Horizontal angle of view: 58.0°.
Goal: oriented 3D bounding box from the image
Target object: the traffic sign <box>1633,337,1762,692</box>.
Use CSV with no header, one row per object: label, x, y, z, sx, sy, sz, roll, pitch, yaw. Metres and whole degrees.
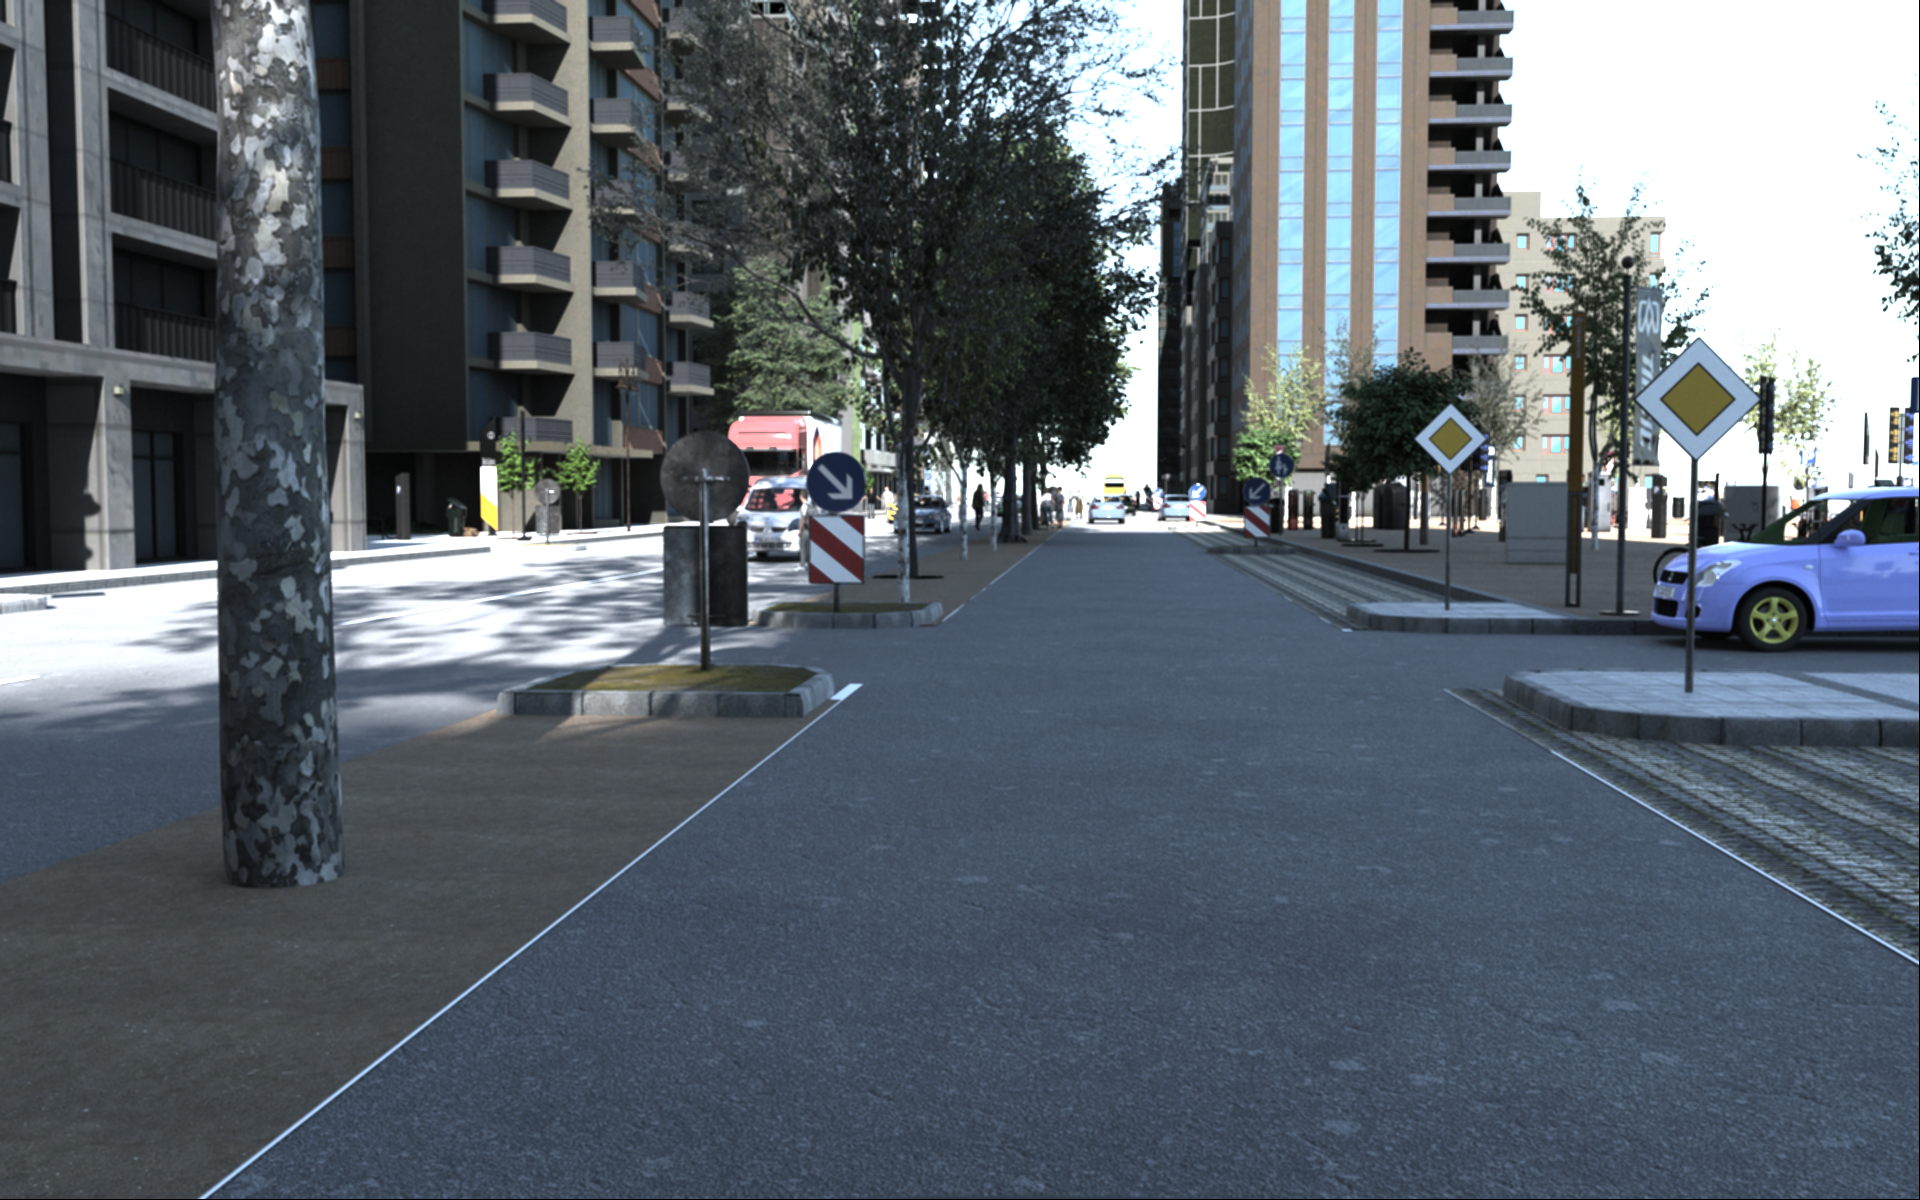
traffic sign,4.721,-0.460,11.160,0.795,2.450,0.064,0,4,5

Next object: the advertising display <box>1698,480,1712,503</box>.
advertising display,34.927,-4.656,81.340,0.974,1.923,0.123,2,4,33

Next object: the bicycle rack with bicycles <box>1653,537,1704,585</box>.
bicycle rack with bicycles,9.872,-0.450,20.737,2.925,0.926,2.852,1,4,16

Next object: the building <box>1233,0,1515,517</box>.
building,23.522,-27.612,101.563,14.600,45.320,14.200,0,4,5

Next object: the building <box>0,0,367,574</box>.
building,-23.903,-36.387,33.178,20.563,71.187,20.611,0,4,5

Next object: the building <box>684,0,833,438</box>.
building,-15.624,-20.277,103.224,14.160,30.474,14.107,0,4,5

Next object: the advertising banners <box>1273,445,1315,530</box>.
advertising banners,11.910,-4.010,61.758,2.074,3.025,0.090,-2,4,-34

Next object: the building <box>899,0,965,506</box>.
building,-9.976,-55.845,225.731,22.319,86.520,31.000,0,4,5

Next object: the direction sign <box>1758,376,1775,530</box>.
direction sign,15.595,-2.542,33.552,0.379,3.537,0.876,3,5,40

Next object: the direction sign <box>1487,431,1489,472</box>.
direction sign,18.736,-4.331,62.809,0.876,3.537,0.379,3,5,40

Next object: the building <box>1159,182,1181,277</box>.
building,35.131,-36.330,244.109,14.600,45.320,14.200,0,4,5

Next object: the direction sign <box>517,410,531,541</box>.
direction sign,-11.944,-3.387,47.369,0.379,3.537,0.876,-1,4,-9

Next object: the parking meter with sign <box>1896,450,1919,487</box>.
parking meter with sign,39.975,-4.713,73.313,0.543,3.016,1.738,0,4,6

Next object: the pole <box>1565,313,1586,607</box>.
pole,6.974,-1.576,19.614,0.158,3.312,0.155,0,3,0

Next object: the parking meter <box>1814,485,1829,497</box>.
parking meter,24.859,-2.544,50.013,0.372,1.533,0.369,0,3,0

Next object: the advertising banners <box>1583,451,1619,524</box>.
advertising banners,25.767,-4.550,70.581,2.074,3.025,0.090,-1,4,-9

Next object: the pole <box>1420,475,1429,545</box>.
pole,11.762,-3.055,43.789,0.158,3.312,0.155,0,3,0

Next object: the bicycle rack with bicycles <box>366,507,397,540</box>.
bicycle rack with bicycles,-17.392,-2.126,48.144,2.925,0.926,2.852,1,4,14

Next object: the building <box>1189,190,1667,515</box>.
building,31.188,-17.015,123.230,27.650,21.520,28.899,0,4,5

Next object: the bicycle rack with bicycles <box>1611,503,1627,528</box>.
bicycle rack with bicycles,26.049,-3.301,67.353,2.925,0.926,2.852,-1,4,-10

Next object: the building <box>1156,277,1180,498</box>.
building,33.180,-28.035,230.073,14.160,30.474,14.107,0,4,5

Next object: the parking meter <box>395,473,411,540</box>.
parking meter,-15.466,-2.592,48.084,0.399,1.863,0.255,3,5,43

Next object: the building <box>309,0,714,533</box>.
building,-22.665,-25.428,70.378,22.147,44.769,28.867,0,4,5

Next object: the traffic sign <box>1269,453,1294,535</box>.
traffic sign,10.061,-3.312,54.263,0.768,2.556,0.104,0,4,7

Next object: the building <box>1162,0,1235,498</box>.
building,35.433,-47.278,211.252,20.563,71.187,20.611,0,4,5

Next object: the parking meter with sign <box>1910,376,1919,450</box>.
parking meter with sign,14.015,-1.753,24.916,0.543,3.016,1.738,2,4,24

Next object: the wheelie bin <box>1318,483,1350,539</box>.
wheelie bin,10.789,-2.583,50.140,0.980,1.594,0.693,-1,4,-21

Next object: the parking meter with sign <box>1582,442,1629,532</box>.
parking meter with sign,21.434,-3.780,58.060,1.738,3.016,0.543,0,4,1

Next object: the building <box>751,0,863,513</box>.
building,-14.534,-26.510,117.029,14.154,41.232,14.086,0,4,5

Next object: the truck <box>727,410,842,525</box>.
truck,-6.034,-4.361,60.218,2.839,4.237,11.283,0,4,4

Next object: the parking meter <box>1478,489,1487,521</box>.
parking meter,25.197,-4.592,83.487,0.372,1.533,0.369,0,3,0

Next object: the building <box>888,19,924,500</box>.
building,-10.962,-31.331,162.374,14.600,45.320,14.200,0,4,5

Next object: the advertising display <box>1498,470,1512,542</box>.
advertising display,14.679,-2.536,46.685,0.123,1.923,0.974,0,4,4

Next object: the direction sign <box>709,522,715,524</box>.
direction sign,-10.807,-5.073,74.945,0.379,3.537,0.876,2,4,29

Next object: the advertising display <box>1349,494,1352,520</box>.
advertising display,19.522,-5.002,87.003,0.123,1.923,0.974,3,4,39

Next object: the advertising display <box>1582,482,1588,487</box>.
advertising display,32.074,-5.139,89.240,0.123,1.923,0.974,3,5,41

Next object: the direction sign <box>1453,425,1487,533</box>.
direction sign,16.727,-3.964,56.813,0.379,3.537,0.876,-2,4,-27

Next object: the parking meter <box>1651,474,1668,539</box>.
parking meter,20.149,-2.701,49.874,0.255,1.863,0.399,-2,4,-28

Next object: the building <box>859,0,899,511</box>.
building,-16.936,-31.853,140.398,23.786,49.044,30.456,0,4,5

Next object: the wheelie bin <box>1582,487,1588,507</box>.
wheelie bin,26.556,-4.024,73.694,0.693,1.594,0.980,-1,4,-23

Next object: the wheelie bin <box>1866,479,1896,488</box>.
wheelie bin,19.427,-1.750,36.515,0.980,1.594,0.693,-2,4,-31

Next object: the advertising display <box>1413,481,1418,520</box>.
advertising display,22.692,-4.959,86.298,0.123,1.923,0.974,0,4,8

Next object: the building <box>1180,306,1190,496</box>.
building,34.032,-18.817,152.704,27.650,21.520,28.899,0,4,5

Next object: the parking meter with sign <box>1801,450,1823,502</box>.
parking meter with sign,34.254,-4.472,69.381,0.543,3.016,1.738,3,5,45

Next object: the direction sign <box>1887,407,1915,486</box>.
direction sign,24.466,-3.246,45.075,0.876,3.537,0.379,-1,4,-21

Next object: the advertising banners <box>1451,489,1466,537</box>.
advertising banners,14.767,-3.385,51.528,0.090,3.025,2.074,2,4,30

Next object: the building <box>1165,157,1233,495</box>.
building,38.852,-30.372,188.460,32.217,40.220,23.993,0,4,5

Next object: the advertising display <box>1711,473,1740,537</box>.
advertising display,23.044,-2.870,52.139,0.974,1.923,0.123,-2,4,-35

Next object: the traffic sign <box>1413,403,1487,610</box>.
traffic sign,5.393,-0.946,19.117,0.795,2.450,0.064,0,4,5
